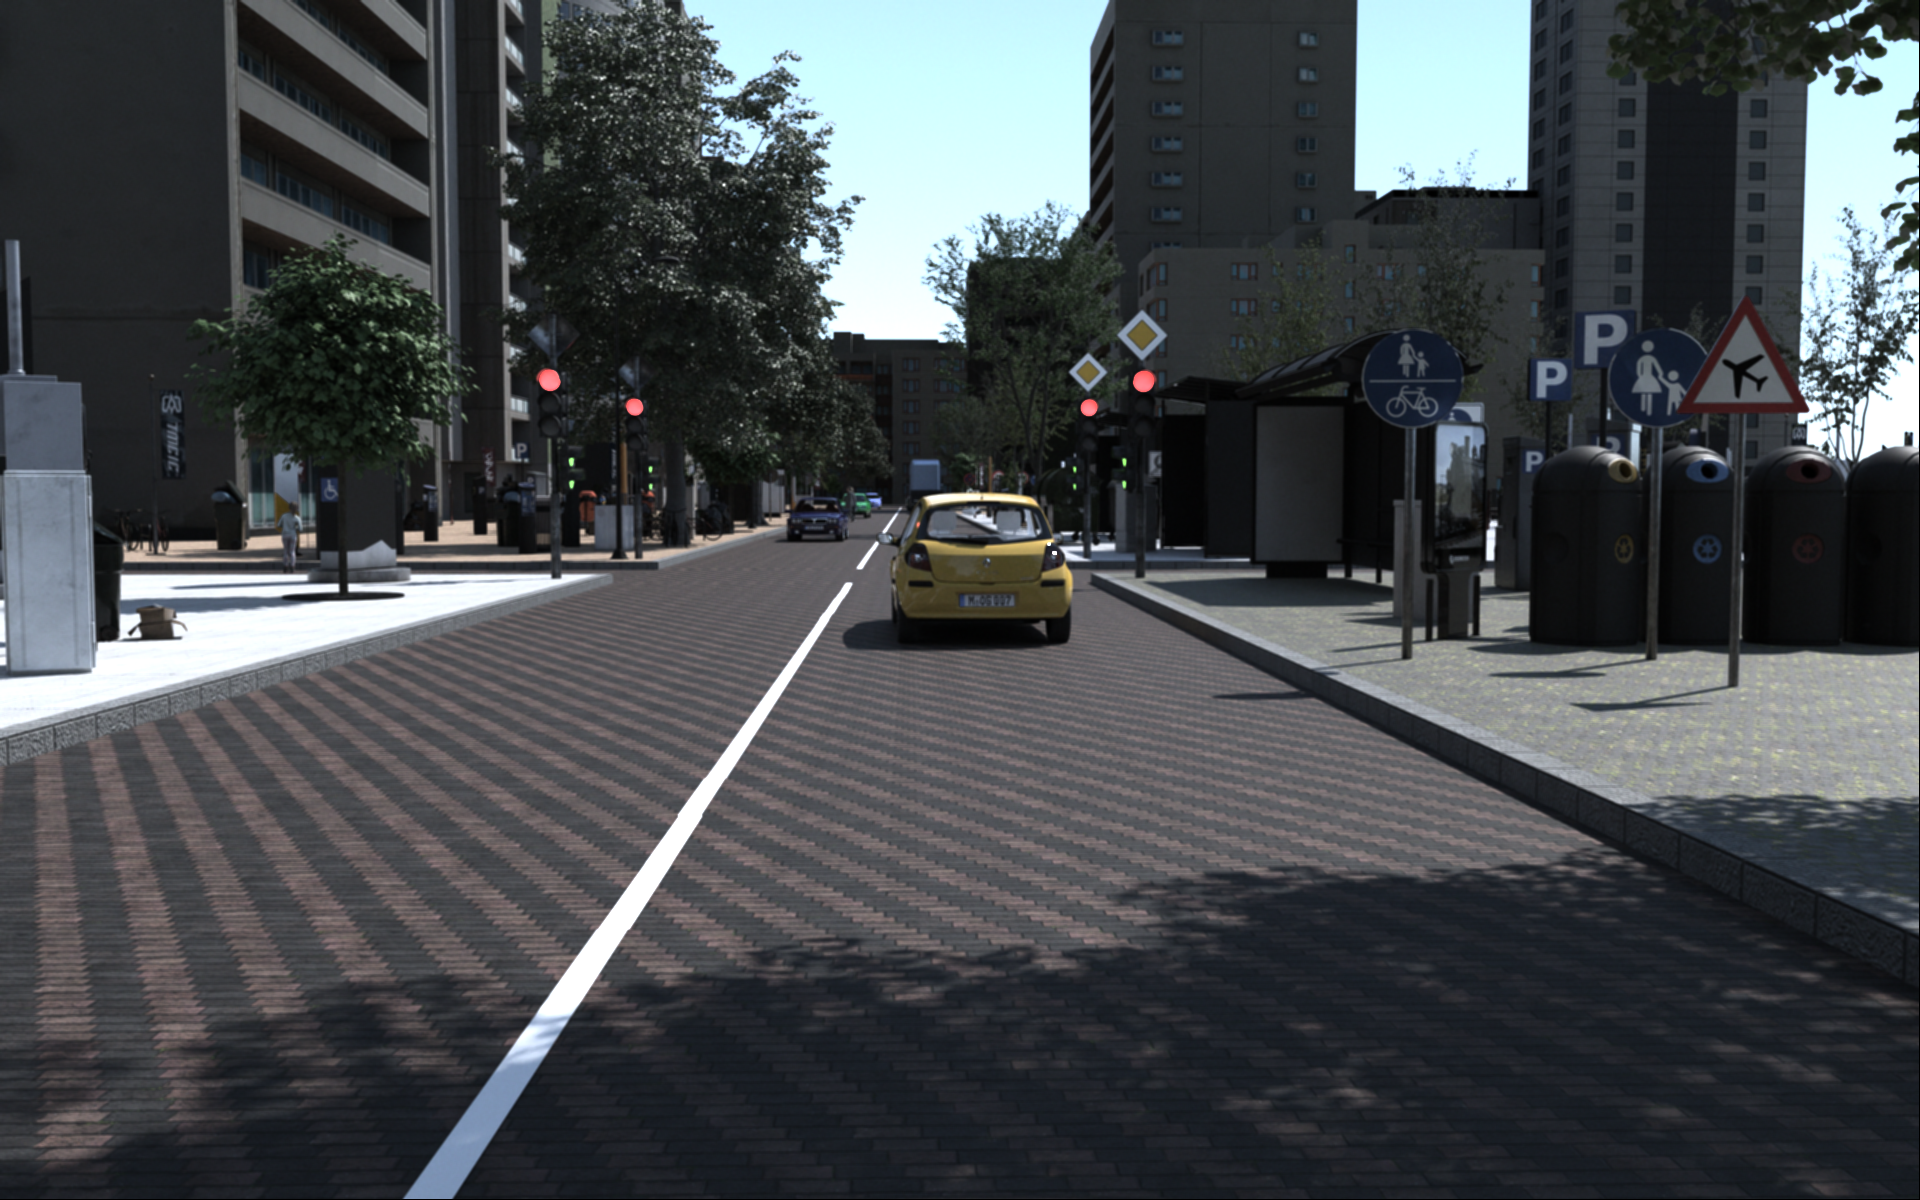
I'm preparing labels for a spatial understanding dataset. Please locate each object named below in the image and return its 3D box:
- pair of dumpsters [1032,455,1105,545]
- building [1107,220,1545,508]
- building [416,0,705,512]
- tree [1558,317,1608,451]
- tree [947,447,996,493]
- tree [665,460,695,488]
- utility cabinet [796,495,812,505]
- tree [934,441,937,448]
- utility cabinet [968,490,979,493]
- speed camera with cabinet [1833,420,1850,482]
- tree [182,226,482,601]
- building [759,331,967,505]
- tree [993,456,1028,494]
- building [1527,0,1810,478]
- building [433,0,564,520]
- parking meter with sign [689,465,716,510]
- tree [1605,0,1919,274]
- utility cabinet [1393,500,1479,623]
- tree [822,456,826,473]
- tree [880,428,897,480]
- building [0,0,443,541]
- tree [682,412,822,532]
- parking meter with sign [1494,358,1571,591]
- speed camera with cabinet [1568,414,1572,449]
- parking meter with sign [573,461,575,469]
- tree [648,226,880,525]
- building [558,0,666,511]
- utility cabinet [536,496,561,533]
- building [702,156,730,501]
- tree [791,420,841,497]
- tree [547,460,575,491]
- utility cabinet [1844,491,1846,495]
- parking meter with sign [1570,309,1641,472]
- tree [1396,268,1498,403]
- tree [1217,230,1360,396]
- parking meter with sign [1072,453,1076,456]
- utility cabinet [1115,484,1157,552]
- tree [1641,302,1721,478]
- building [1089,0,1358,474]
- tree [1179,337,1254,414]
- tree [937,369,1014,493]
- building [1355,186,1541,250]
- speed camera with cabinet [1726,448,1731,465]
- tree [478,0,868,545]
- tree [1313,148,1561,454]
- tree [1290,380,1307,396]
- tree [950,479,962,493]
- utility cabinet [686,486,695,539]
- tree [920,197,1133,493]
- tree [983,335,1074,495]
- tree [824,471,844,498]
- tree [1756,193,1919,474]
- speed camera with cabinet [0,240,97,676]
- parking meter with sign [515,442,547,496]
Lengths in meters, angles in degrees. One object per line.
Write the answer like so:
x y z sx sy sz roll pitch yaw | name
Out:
2.821 -2.616 45.263 1.574 2.255 4.437 0 4 -2 | pair of dumpsters
27.047 -17.837 136.682 27.650 21.520 28.899 0 4 -2 | building
-35.389 -32.736 158.938 21.600 48.544 21.300 0 4 -2 | building
22.601 -7.131 66.952 4.360 8.622 3.978 0 3 0 | tree
0.829 -8.136 116.737 4.285 4.588 4.351 0 3 0 | tree
-13.860 -5.554 85.412 1.663 3.219 1.824 0 3 0 | tree
-8.222 -4.823 90.018 1.020 1.237 0.306 0 4 -6 | utility cabinet
0.023 -12.689 157.830 4.360 8.622 3.978 0 3 0 | tree
0.804 -5.830 104.000 0.318 1.500 1.173 1 4 21 | utility cabinet
23.857 -3.177 46.278 2.038 3.252 0.660 -1 4 -16 | speed camera with cabinet
-7.556 -2.300 21.320 4.285 4.588 4.351 0 3 0 | tree
-13.947 -22.991 220.937 28.899 21.520 27.650 0 4 -2 | building
2.738 -5.778 89.068 1.663 3.219 1.824 0 3 0 | tree
63.764 -44.237 161.531 20.611 71.187 20.563 0 4 -2 | building
-28.493 -24.705 87.529 14.154 41.232 14.086 0 4 -2 | building
-15.724 -6.727 106.253 1.738 3.016 0.543 -3 5 -45 | parking meter with sign
4.497 -5.338 5.407 7.486 12.596 7.792 0 3 0 | tree
4.861 -0.399 17.685 0.306 1.237 1.020 -2 4 -24 | utility cabinet
-9.525 -7.249 102.229 4.285 4.588 4.351 0 3 0 | tree
-11.080 -15.587 171.848 9.611 12.733 9.660 0 3 0 | tree
-30.912 -26.475 56.575 21.300 48.544 21.600 0 4 -2 | building
-7.773 -4.579 58.583 4.285 4.588 4.351 0 3 0 | tree
7.580 -1.645 23.150 0.543 3.016 1.738 0 3 0 | parking meter with sign
14.967 -2.921 42.099 0.660 3.252 2.038 1 4 22 | speed camera with cabinet
-20.372 -5.715 89.696 0.543 3.016 1.738 0 4 4 | parking meter with sign
-8.612 -9.475 71.924 9.611 12.733 9.660 0 3 0 | tree
-33.306 -35.495 122.343 21.231 58.520 28.212 0 4 -2 | building
-13.563 -2.782 56.642 1.020 1.237 0.306 -1 4 -18 | utility cabinet
-43.232 -34.388 216.863 28.867 44.769 22.147 0 4 -2 | building
-10.304 -10.563 123.072 4.737 8.622 4.395 0 3 0 | tree
-18.369 -5.203 79.669 1.663 3.219 1.824 0 3 0 | tree
19.017 -1.741 37.138 1.173 1.500 0.318 3 4 37 | utility cabinet
6.534 -1.285 17.268 0.543 3.016 1.738 2 4 29 | parking meter with sign
15.171 -6.444 55.715 4.737 8.622 4.395 0 3 0 | tree
9.360 -6.036 49.051 4.737 8.622 4.395 0 3 0 | tree
5.656 -4.725 73.520 1.738 3.016 0.543 1 4 10 | parking meter with sign
3.894 -1.806 38.204 0.318 1.500 1.173 3 5 40 | utility cabinet
28.105 -7.166 67.534 4.360 8.622 3.978 0 3 0 | tree
23.703 -32.861 160.985 21.300 48.544 21.600 0 4 -2 | building
12.311 -7.960 80.502 4.360 8.622 3.978 0 3 0 | tree
1.625 -9.268 101.900 4.360 8.622 3.978 0 3 0 | tree
46.288 -24.153 166.603 14.107 30.474 14.160 0 4 -2 | building
35.548 -5.233 79.895 0.660 3.252 2.038 3 5 44 | speed camera with cabinet
-7.165 -8.352 43.210 9.857 13.997 8.962 0 3 0 | tree
10.184 -5.337 37.622 4.360 8.622 3.978 0 3 0 | tree
19.342 -9.195 100.705 4.360 8.622 3.978 0 3 0 | tree
-0.221 -11.749 186.691 1.663 3.219 1.824 0 3 0 | tree
-7.741 -2.490 49.384 0.318 1.500 1.173 0 4 -6 | utility cabinet
2.679 -8.351 62.294 9.928 11.665 9.643 0 3 0 | tree
2.881 -7.870 79.035 4.737 8.622 4.395 0 3 0 | tree
-11.406 -9.735 153.774 1.663 3.219 1.824 0 3 0 | tree
22.007 -5.658 42.868 4.360 8.622 3.978 0 3 0 | tree
-6.907 -1.147 13.084 0.660 3.252 2.038 -2 4 -28 | speed camera with cabinet
-14.462 -3.851 59.224 0.543 3.016 1.738 1 4 20 | parking meter with sign
